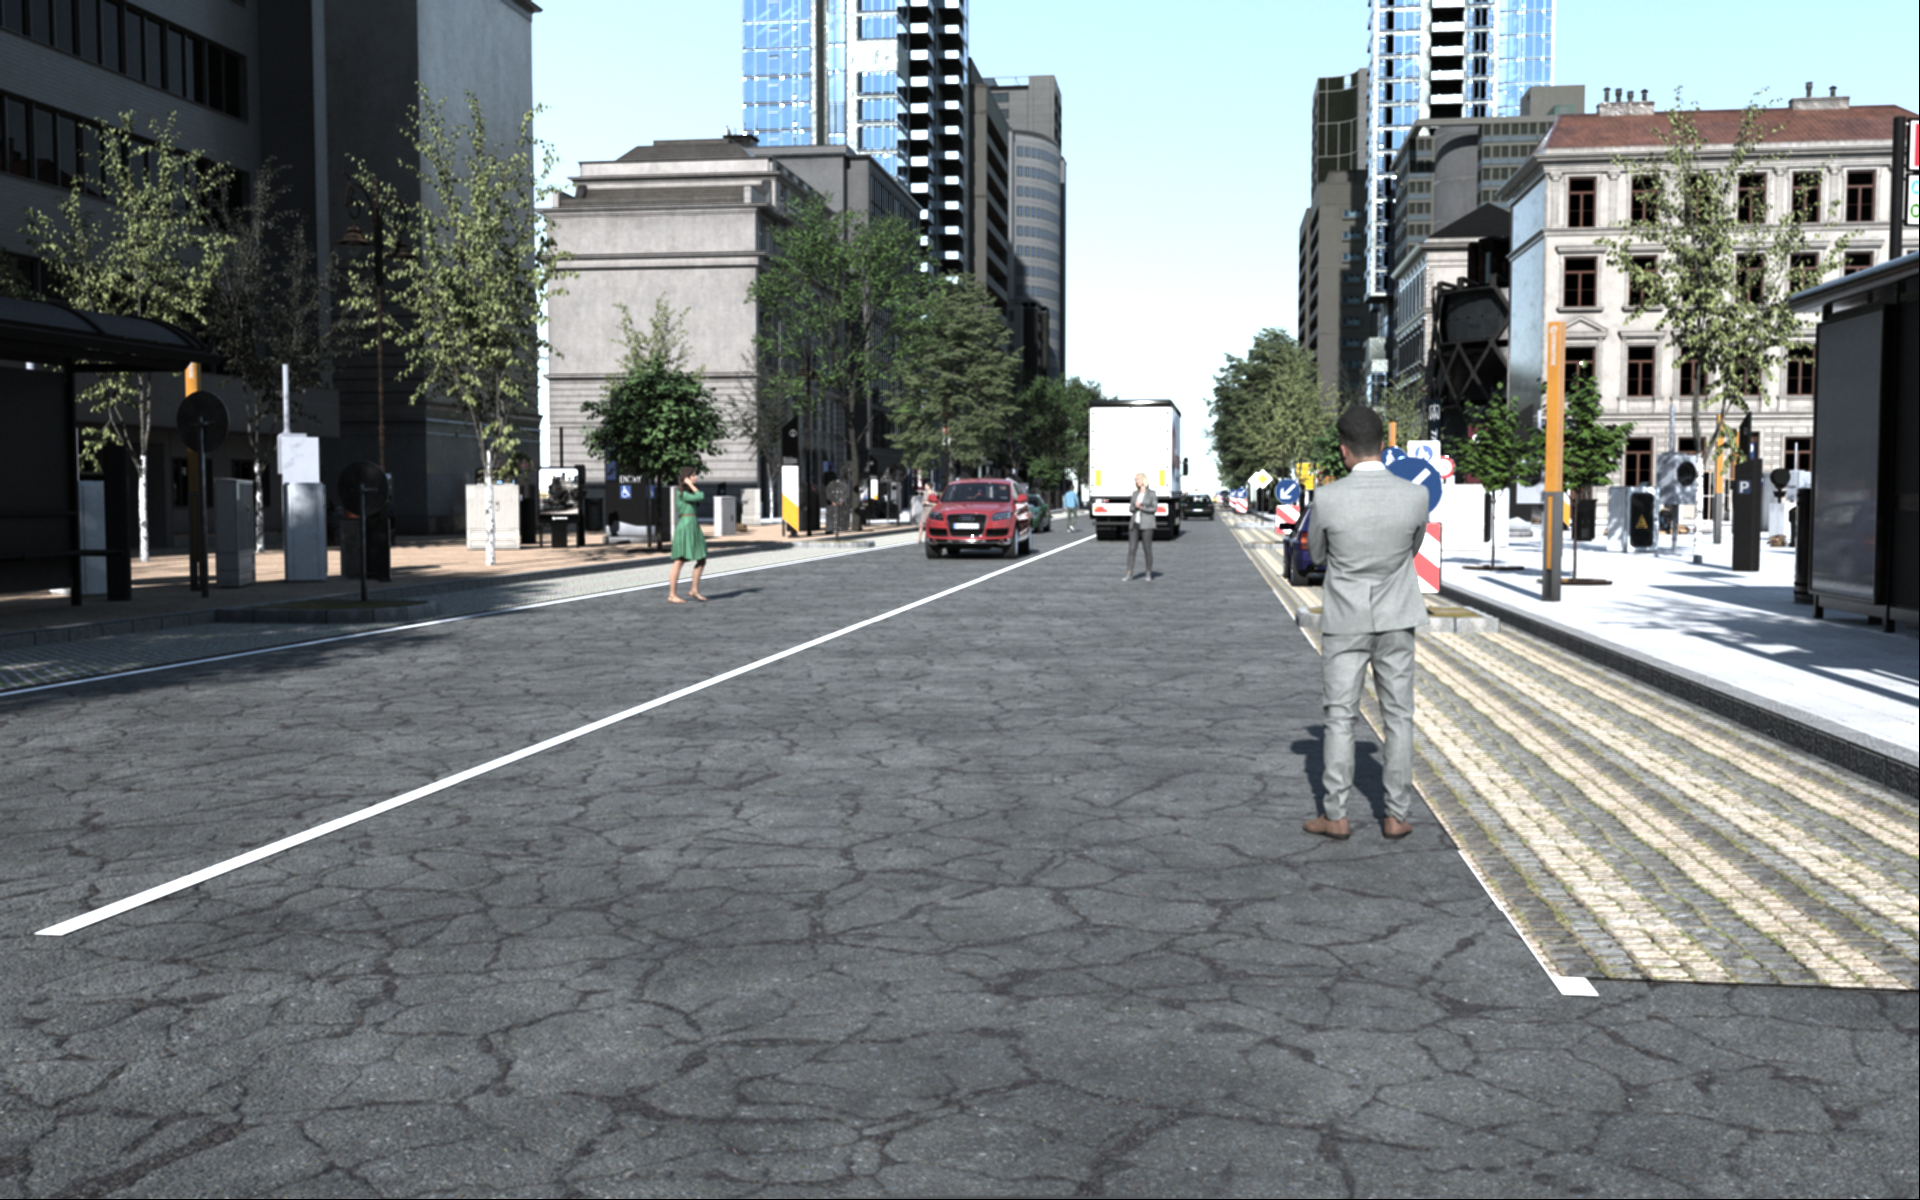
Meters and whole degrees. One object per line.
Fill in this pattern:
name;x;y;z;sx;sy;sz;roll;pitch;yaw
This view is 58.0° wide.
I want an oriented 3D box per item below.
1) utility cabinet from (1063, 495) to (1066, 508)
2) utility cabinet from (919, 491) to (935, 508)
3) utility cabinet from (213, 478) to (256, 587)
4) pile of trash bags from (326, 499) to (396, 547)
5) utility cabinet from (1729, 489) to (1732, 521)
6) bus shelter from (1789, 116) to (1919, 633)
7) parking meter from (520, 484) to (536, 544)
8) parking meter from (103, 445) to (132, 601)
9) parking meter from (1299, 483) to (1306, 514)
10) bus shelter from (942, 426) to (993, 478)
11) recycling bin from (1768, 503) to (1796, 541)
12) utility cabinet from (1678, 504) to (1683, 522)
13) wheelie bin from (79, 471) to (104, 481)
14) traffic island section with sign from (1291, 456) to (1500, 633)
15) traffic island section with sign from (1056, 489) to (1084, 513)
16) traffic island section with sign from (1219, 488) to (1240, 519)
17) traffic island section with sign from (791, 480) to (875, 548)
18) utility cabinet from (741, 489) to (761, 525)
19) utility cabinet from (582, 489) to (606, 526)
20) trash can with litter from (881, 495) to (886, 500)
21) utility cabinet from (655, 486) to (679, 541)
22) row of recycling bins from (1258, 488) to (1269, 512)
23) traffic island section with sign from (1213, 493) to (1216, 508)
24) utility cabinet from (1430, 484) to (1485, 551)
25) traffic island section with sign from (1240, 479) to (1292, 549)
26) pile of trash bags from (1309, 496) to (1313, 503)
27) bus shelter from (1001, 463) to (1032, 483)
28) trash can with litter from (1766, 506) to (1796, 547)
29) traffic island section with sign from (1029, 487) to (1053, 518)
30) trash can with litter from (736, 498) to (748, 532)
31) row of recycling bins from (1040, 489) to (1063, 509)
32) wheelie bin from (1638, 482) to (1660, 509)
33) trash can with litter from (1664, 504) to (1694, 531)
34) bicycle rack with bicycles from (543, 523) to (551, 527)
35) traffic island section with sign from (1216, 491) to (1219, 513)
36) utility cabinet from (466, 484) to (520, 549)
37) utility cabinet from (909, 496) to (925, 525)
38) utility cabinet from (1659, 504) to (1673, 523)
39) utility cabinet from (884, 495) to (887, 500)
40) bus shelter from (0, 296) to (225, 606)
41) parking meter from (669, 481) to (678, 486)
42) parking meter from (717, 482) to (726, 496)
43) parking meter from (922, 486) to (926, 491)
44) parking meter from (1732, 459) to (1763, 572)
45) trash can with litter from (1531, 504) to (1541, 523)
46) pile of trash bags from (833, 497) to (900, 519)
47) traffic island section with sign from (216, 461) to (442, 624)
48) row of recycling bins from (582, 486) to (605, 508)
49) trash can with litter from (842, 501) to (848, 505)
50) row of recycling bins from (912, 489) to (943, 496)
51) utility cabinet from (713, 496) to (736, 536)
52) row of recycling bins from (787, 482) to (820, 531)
utility cabinet;8.903;-8.755;154.305;1.020;1.237;0.306;0;4;-3
utility cabinet;-2.162;-6.137;109.020;1.173;1.500;0.318;-1;4;-10
utility cabinet;-10.062;-0.941;24.072;0.318;1.500;1.173;-1;4;-12
pile of trash bags;-14.903;-2.016;42.717;1.912;1.369;3.447;-1;4;-18
utility cabinet;36.521;-4.444;81.339;0.318;1.500;1.173;3;5;43
bus shelter;9.423;-2.362;16.243;2.179;5.291;8.768;0;4;8
parking meter;-11.180;-2.228;44.831;0.372;1.533;0.369;0;3;0
parking meter;-10.160;-0.928;20.886;0.255;1.863;0.399;-2;4;-24
parking meter;17.785;-5.173;90.296;0.255;1.863;0.399;-3;5;-40
bus shelter;0.399;-7.741;104.202;2.179;5.291;8.768;0;4;8
recycling bin;22.883;-2.160;47.869;0.722;1.027;0.722;-1;4;-13
utility cabinet;33.288;-4.272;81.010;1.020;1.237;0.306;-1;4;-10
wheelie bin;-12.221;-0.998;24.225;0.980;1.594;0.693;-2;4;-26
traffic island section with sign;4.683;-0.622;18.796;1.989;1.847;2.006;0;4;8
traffic island section with sign;8.227;-7.355;128.889;1.989;1.847;2.006;0;4;8
traffic island section with sign;16.220;-5.619;100.495;1.989;1.847;2.006;0;4;8
traffic island section with sign;-3.362;-2.327;46.672;1.989;1.847;2.006;0;4;8
utility cabinet;-8.503;-3.772;70.359;0.318;1.500;1.173;-2;4;-34
utility cabinet;-14.523;-3.719;69.481;1.173;1.500;0.318;-1;4;-21
trash can with litter;-7.758;-8.384;148.143;2.233;1.210;1.678;-3;4;-37
utility cabinet;-8.193;-2.327;46.719;1.173;1.500;0.318;1;4;15
row of recycling bins;22.355;-7.340;127.116;1.069;1.692;3.534;0;4;7
traffic island section with sign;27.004;-10.291;176.893;1.989;1.847;2.006;0;4;8
utility cabinet;11.162;-1.848;38.891;1.173;1.500;0.318;1;4;18
traffic island section with sign;8.461;-2.254;45.486;1.989;1.847;2.006;0;4;8
pile of trash bags;28.389;-7.893;138.805;1.912;1.369;3.447;2;4;33
bus shelter;4.339;-8.635;132.467;1.731;3.624;6.357;0;4;8
trash can with litter;20.009;-1.856;41.732;1.055;1.170;0.624;3;5;41
traffic island section with sign;4.425;-5.703;101.873;1.989;1.847;2.006;0;4;8
trash can with litter;-7.518;-2.902;58.828;0.624;1.170;1.055;-2;4;-33
row of recycling bins;7.820;-8.820;151.317;1.069;1.692;3.534;-2;4;-30
wheelie bin;17.628;-2.245;44.620;0.693;1.594;0.980;0;4;2
trash can with litter;25.422;-3.046;60.867;2.233;1.210;1.678;0;4;-7
bicycle rack with bicycles;-17.234;-3.375;68.556;2.925;0.926;2.852;1;4;21
traffic island section with sign;19.989;-7.254;127.226;1.989;1.847;2.006;0;4;8
utility cabinet;-10.739;-1.904;39.810;1.173;1.500;0.318;-1;4;-17
utility cabinet;-1.664;-3.735;72.234;0.306;1.237;1.020;3;4;39
utility cabinet;30.666;-4.058;75.035;0.318;1.500;1.173;3;5;44
utility cabinet;-4.945;-6.409;115.947;0.306;1.237;1.020;0;4;-1
bus shelter;-9.816;-1.432;17.337;2.014;3.302;5.546;0;4;8
parking meter;-8.150;-2.652;49.075;0.255;1.863;0.399;1;4;12
parking meter;-11.736;-4.866;85.270;0.399;1.863;0.255;-1;4;-17
parking meter;-2.702;-7.627;130.411;0.255;1.863;0.399;-1;4;-18
parking meter;13.064;-1.410;28.770;0.255;1.863;0.399;-3;4;-38
trash can with litter;25.498;-3.943;75.856;1.055;1.170;0.624;-1;4;-15
pile of trash bags;-4.860;-4.765;87.664;3.447;1.369;1.912;-1;4;-23
traffic island section with sign;-7.135;-0.694;19.981;1.989;1.847;2.006;0;4;8
row of recycling bins;-30.260;-8.159;140.518;1.069;1.692;3.534;2;4;24
trash can with litter;-6.983;-5.410;99.843;1.055;1.170;0.624;3;4;37
row of recycling bins;-2.255;-8.339;143.463;3.534;1.692;1.069;1;4;15
utility cabinet;-7.227;-2.578;53.314;0.306;1.237;1.020;1;4;18
row of recycling bins;-5.563;-3.305;61.145;1.069;1.692;3.534;0;4;2
